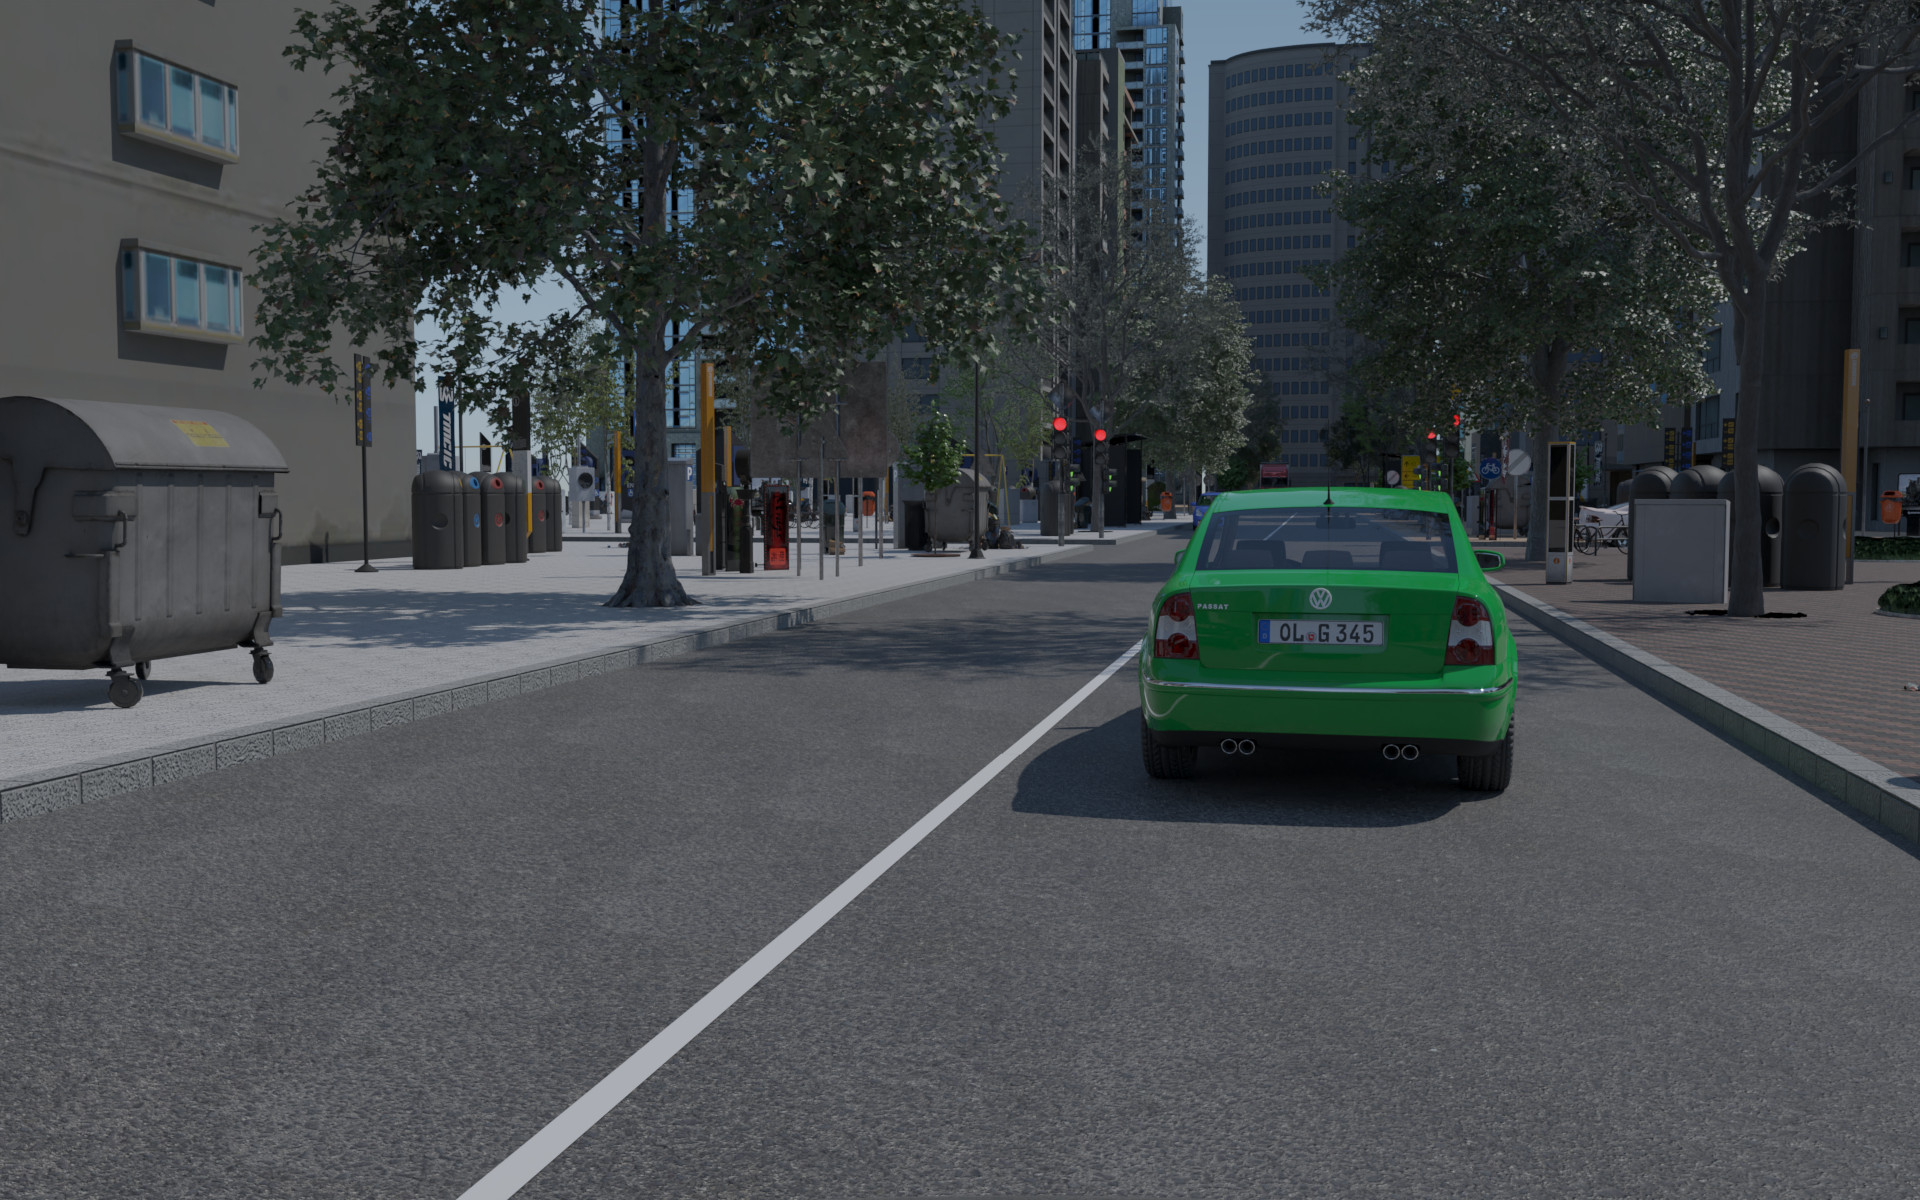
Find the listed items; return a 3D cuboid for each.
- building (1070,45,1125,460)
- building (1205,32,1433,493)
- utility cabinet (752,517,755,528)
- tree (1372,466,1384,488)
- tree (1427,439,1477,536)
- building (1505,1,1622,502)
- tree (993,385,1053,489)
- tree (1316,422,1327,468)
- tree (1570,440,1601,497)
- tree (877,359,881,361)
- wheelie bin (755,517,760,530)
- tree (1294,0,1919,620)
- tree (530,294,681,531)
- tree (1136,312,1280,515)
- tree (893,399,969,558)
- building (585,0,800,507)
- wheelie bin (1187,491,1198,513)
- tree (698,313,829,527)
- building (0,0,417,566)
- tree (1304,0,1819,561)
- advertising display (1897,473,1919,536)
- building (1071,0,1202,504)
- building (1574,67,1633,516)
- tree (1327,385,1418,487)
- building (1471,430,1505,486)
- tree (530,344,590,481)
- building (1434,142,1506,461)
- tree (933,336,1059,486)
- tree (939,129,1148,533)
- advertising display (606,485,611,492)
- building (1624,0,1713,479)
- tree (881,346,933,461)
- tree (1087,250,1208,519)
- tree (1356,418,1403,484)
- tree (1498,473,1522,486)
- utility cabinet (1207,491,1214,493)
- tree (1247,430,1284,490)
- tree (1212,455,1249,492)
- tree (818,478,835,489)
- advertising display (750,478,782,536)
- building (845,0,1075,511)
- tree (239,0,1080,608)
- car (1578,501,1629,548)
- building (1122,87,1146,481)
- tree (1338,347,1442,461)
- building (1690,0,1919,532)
[{"bbox_3d":[6.913,-28.860,155.447,14.154,41.232,14.086,1,4,12],"label":"building"},{"bbox_3d":[46.451,-41.763,224.830,28.212,58.520,21.231,1,4,12],"label":"building"},{"bbox_3d":[-8.287,-3.441,64.932,1.173,1.500,0.318,-2,4,-28],"label":"utility cabinet"},{"bbox_3d":[26.360,-6.942,108.110,1.663,3.219,1.824,0,3,0],"label":"tree"},{"bbox_3d":[14.904,-3.567,52.916,1.663,3.219,1.824,0,3,0],"label":"tree"},{"bbox_3d":[54.303,-36.345,136.245,21.231,58.520,28.212,1,4,12],"label":"building"},{"bbox_3d":[4.453,-9.945,112.963,4.737,8.622,4.395,0,3,0],"label":"tree"},{"bbox_3d":[37.573,-13.827,160.485,8.767,10.594,7.601,-1,4,-13],"label":"tree"},{"bbox_3d":[21.355,-4.031,60.501,1.663,3.219,1.824,0,3,0],"label":"tree"},{"bbox_3d":[-6.256,-7.536,73.571,4.360,8.622,3.978,0,3,0],"label":"tree"},{"bbox_3d":[-6.874,-3.264,61.279,0.980,1.594,0.693,1,4,14],"label":"wheelie bin"},{"bbox_3d":[8.242,-6.580,17.953,12.009,13.543,11.850,0,3,0],"label":"tree"},{"bbox_3d":[-12.082,-6.737,60.512,4.737,8.622,4.395,0,3,0],"label":"tree"},{"bbox_3d":[13.972,-11.445,105.254,7.486,12.596,7.792,0,3,0],"label":"tree"},{"bbox_3d":[-0.640,-2.496,35.407,1.663,3.219,1.824,0,3,0],"label":"tree"},{"bbox_3d":[-24.470,-53.385,185.519,31.000,86.520,22.319,1,4,12],"label":"building"},{"bbox_3d":[16.078,-6.846,119.841,0.693,1.594,0.980,0,4,-5],"label":"wheelie bin"},{"bbox_3d":[-6.857,-6.583,57.987,4.360,8.622,3.978,0,3,0],"label":"tree"},{"bbox_3d":[-23.552,-24.592,25.785,21.600,48.544,21.300,1,4,12],"label":"building"},{"bbox_3d":[11.164,-7.731,33.054,9.857,13.997,8.962,0,3,0],"label":"tree"},{"bbox_3d":[29.143,-2.916,52.891,0.123,1.923,0.974,-3,5,-39],"label":"advertising display"},{"bbox_3d":[16.697,-56.125,230.322,31.000,86.520,22.319,1,4,12],"label":"building"},{"bbox_3d":[52.230,-24.956,99.911,32.217,40.220,23.993,1,4,12],"label":"building"},{"bbox_3d":[31.850,-11.984,130.359,7.601,10.594,8.767,1,4,14],"label":"tree"},{"bbox_3d":[62.000,-52.068,163.977,22.319,86.520,31.000,1,4,12],"label":"building"},{"bbox_3d":[-18.445,-7.844,78.619,4.360,8.622,3.978,0,3,0],"label":"tree"},{"bbox_3d":[75.392,-36.735,220.227,30.456,49.044,23.786,1,4,12],"label":"building"},{"bbox_3d":[2.059,-10.820,102.661,9.928,11.665,9.643,0,3,0],"label":"tree"},{"bbox_3d":[4.647,-9.021,57.864,12.009,13.543,11.850,0,3,0],"label":"tree"},{"bbox_3d":[-24.036,-6.919,118.338,0.123,1.923,0.974,-2,4,-24],"label":"advertising display"},{"bbox_3d":[37.760,-25.995,75.125,14.600,45.320,14.200,1,4,12],"label":"building"},{"bbox_3d":[-3.098,-8.243,85.131,4.360,8.622,3.978,0,3,0],"label":"tree"},{"bbox_3d":[10.788,-11.160,89.114,9.857,13.997,8.962,0,3,0],"label":"tree"},{"bbox_3d":[34.740,-11.785,143.039,4.360,8.622,3.978,0,3,0],"label":"tree"},{"bbox_3d":[25.289,-5.170,79.132,1.663,3.219,1.824,0,3,0],"label":"tree"},{"bbox_3d":[17.920,-7.012,123.325,0.318,1.500,1.173,2,4,31],"label":"utility cabinet"},{"bbox_3d":[31.451,-15.482,187.540,8.767,10.594,7.601,3,4,36],"label":"tree"},{"bbox_3d":[21.542,-9.418,137.697,4.285,4.588,4.351,0,3,0],"label":"tree"},{"bbox_3d":[-7.223,-9.036,98.093,4.737,8.622,4.395,0,3,0],"label":"tree"},{"bbox_3d":[-5.981,-2.951,53.465,0.974,1.923,0.123,-1,4,-17],"label":"advertising display"},{"bbox_3d":[0.194,-42.734,136.956,20.563,71.187,20.611,1,4,12],"label":"building"},{"bbox_3d":[-3.444,-6.274,19.590,9.611,12.733,9.660,0,3,0],"label":"tree"},{"bbox_3d":[18.240,-1.936,44.010,4.827,1.381,2.083,1,4,12],"label":"car"},{"bbox_3d":[5.091,-32.252,181.937,28.867,44.769,22.147,1,4,12],"label":"building"},{"bbox_3d":[29.112,-11.659,116.380,9.928,11.665,9.643,0,3,0],"label":"tree"},{"bbox_3d":[35.217,-17.772,62.270,14.107,30.474,14.160,1,4,12],"label":"building"}]
